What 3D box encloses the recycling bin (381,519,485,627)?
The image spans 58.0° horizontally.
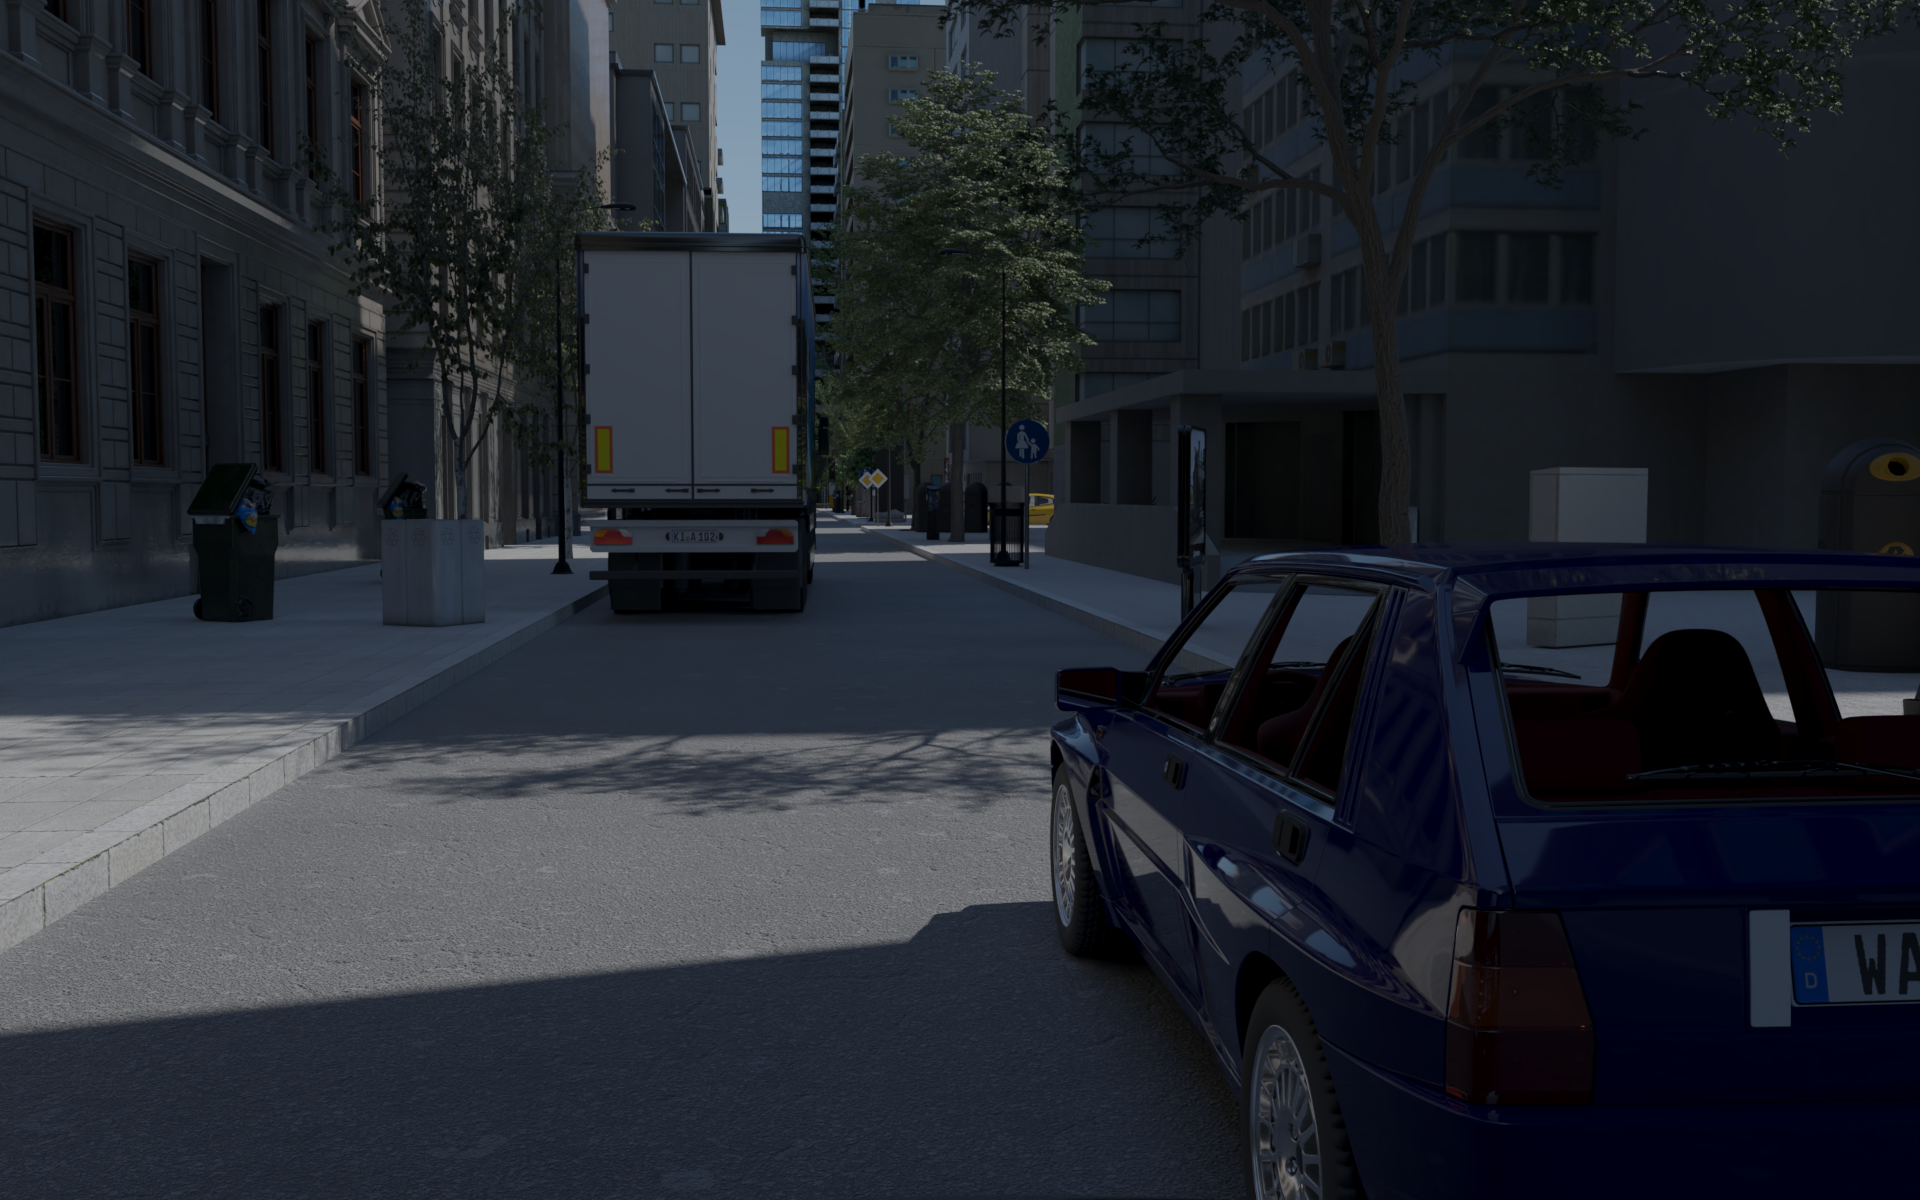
[{"bbox_3d":[-5.196,-0.278,17.094,0.722,1.027,0.722,2,4,26],"label":"recycling bin"}]

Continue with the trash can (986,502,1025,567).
[{"bbox_3d":[0.835,-1.169,30.767,0.748,1.137,0.748,0,3,0],"label":"trash can"}]

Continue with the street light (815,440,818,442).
[{"bbox_3d":[-12.074,-10.855,150.014,1.470,5.913,1.316,0,4,-6],"label":"street light"}]

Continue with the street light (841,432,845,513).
[{"bbox_3d":[-4.628,-6.561,79.811,1.470,5.913,1.316,0,4,-6],"label":"street light"}]

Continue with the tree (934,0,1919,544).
[{"bbox_3d":[3.148,-4.762,12.265,8.767,10.594,7.601,0,4,-1],"label":"tree"}]

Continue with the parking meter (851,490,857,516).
[{"bbox_3d":[-6.296,-5.790,103.084,0.372,1.533,0.369,0,3,0],"label":"parking meter"}]

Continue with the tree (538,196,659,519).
[{"bbox_3d":[-8.448,-5.657,42.852,4.737,8.622,4.395,0,3,0],"label":"tree"}]

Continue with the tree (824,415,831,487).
[{"bbox_3d":[-6.595,-9.711,109.131,4.737,8.622,4.395,0,3,0],"label":"tree"}]

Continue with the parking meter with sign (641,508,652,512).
[{"bbox_3d":[-9.800,-3.484,53.218,0.543,3.016,1.738,0,4,7],"label":"parking meter with sign"}]

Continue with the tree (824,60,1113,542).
[{"bbox_3d":[0.349,-7.821,46.006,7.486,12.596,7.792,0,3,0],"label":"tree"}]

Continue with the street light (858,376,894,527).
[{"bbox_3d":[-3.335,-5.841,68.043,1.470,5.913,1.316,0,4,-6],"label":"street light"}]

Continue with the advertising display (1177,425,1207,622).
[{"bbox_3d":[2.222,-0.695,16.583,0.123,1.923,0.974,1,4,17],"label":"advertising display"}]

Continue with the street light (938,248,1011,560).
[{"bbox_3d":[0.290,-3.695,32.951,1.470,5.913,1.316,0,4,-6],"label":"street light"}]

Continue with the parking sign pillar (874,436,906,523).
[{"bbox_3d":[-3.173,-5.477,78.027,1.447,3.967,1.447,0,4,-1],"label":"parking sign pillar"}]

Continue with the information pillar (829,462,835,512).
[{"bbox_3d":[-9.194,-8.158,124.737,0.504,3.616,0.183,1,4,21],"label":"information pillar"}]

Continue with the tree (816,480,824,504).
[{"bbox_3d":[-18.590,-14.275,227.993,1.663,3.219,1.824,0,3,0],"label":"tree"}]

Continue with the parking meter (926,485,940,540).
[{"bbox_3d":[-0.752,-2.446,48.398,0.372,1.533,0.369,0,3,0],"label":"parking meter"}]

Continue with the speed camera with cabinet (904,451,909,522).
[{"bbox_3d":[-3.029,-5.249,80.150,0.660,3.252,2.038,-2,4,-26],"label":"speed camera with cabinet"}]

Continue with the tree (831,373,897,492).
[{"bbox_3d":[-5.113,-9.243,101.486,4.737,8.622,4.395,0,3,0],"label":"tree"}]

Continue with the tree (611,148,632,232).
[{"bbox_3d":[-7.756,-5.113,33.960,4.360,8.622,3.978,0,3,0],"label":"tree"}]

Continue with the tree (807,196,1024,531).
[{"bbox_3d":[-1.598,-8.195,59.746,9.928,11.665,9.643,0,3,0],"label":"tree"}]

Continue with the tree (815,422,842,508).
[{"bbox_3d":[-13.575,-13.380,169.132,4.360,8.622,3.978,0,3,0],"label":"tree"}]

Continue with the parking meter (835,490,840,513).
[{"bbox_3d":[-8.207,-6.577,115.947,0.372,1.533,0.369,0,3,0],"label":"parking meter"}]

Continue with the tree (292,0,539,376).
[{"bbox_3d":[-6.894,-4.490,23.766,4.360,8.622,3.978,0,3,0],"label":"tree"}]

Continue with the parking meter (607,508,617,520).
[{"bbox_3d":[-10.009,-2.546,50.033,0.372,1.533,0.369,0,3,0],"label":"parking meter"}]

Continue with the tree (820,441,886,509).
[{"bbox_3d":[-4.643,-6.592,91.494,4.285,4.588,4.351,0,3,0],"label":"tree"}]

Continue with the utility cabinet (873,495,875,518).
[{"bbox_3d":[-4.232,-4.573,85.923,0.306,1.237,1.020,-1,4,-14],"label":"utility cabinet"}]

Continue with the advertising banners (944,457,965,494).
[{"bbox_3d":[-0.283,-5.246,81.954,0.090,3.025,2.074,-2,4,-27],"label":"advertising banners"}]

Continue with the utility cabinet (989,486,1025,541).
[{"bbox_3d":[1.301,-2.351,47.112,0.318,1.500,1.173,-3,5,-44],"label":"utility cabinet"}]

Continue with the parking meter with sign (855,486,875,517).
[{"bbox_3d":[-5.030,-6.097,95.951,1.738,3.016,0.543,3,4,36],"label":"parking meter with sign"}]

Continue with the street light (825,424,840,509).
[{"bbox_3d":[-8.327,-8.709,114.936,1.470,5.913,1.316,0,4,-6],"label":"street light"}]

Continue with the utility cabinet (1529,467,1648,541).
[{"bbox_3d":[5.312,-0.367,14.680,1.173,1.500,0.318,-2,4,-33],"label":"utility cabinet"}]

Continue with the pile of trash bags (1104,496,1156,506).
[{"bbox_3d":[4.919,-2.076,43.689,3.447,1.369,1.912,1,4,11],"label":"pile of trash bags"}]
